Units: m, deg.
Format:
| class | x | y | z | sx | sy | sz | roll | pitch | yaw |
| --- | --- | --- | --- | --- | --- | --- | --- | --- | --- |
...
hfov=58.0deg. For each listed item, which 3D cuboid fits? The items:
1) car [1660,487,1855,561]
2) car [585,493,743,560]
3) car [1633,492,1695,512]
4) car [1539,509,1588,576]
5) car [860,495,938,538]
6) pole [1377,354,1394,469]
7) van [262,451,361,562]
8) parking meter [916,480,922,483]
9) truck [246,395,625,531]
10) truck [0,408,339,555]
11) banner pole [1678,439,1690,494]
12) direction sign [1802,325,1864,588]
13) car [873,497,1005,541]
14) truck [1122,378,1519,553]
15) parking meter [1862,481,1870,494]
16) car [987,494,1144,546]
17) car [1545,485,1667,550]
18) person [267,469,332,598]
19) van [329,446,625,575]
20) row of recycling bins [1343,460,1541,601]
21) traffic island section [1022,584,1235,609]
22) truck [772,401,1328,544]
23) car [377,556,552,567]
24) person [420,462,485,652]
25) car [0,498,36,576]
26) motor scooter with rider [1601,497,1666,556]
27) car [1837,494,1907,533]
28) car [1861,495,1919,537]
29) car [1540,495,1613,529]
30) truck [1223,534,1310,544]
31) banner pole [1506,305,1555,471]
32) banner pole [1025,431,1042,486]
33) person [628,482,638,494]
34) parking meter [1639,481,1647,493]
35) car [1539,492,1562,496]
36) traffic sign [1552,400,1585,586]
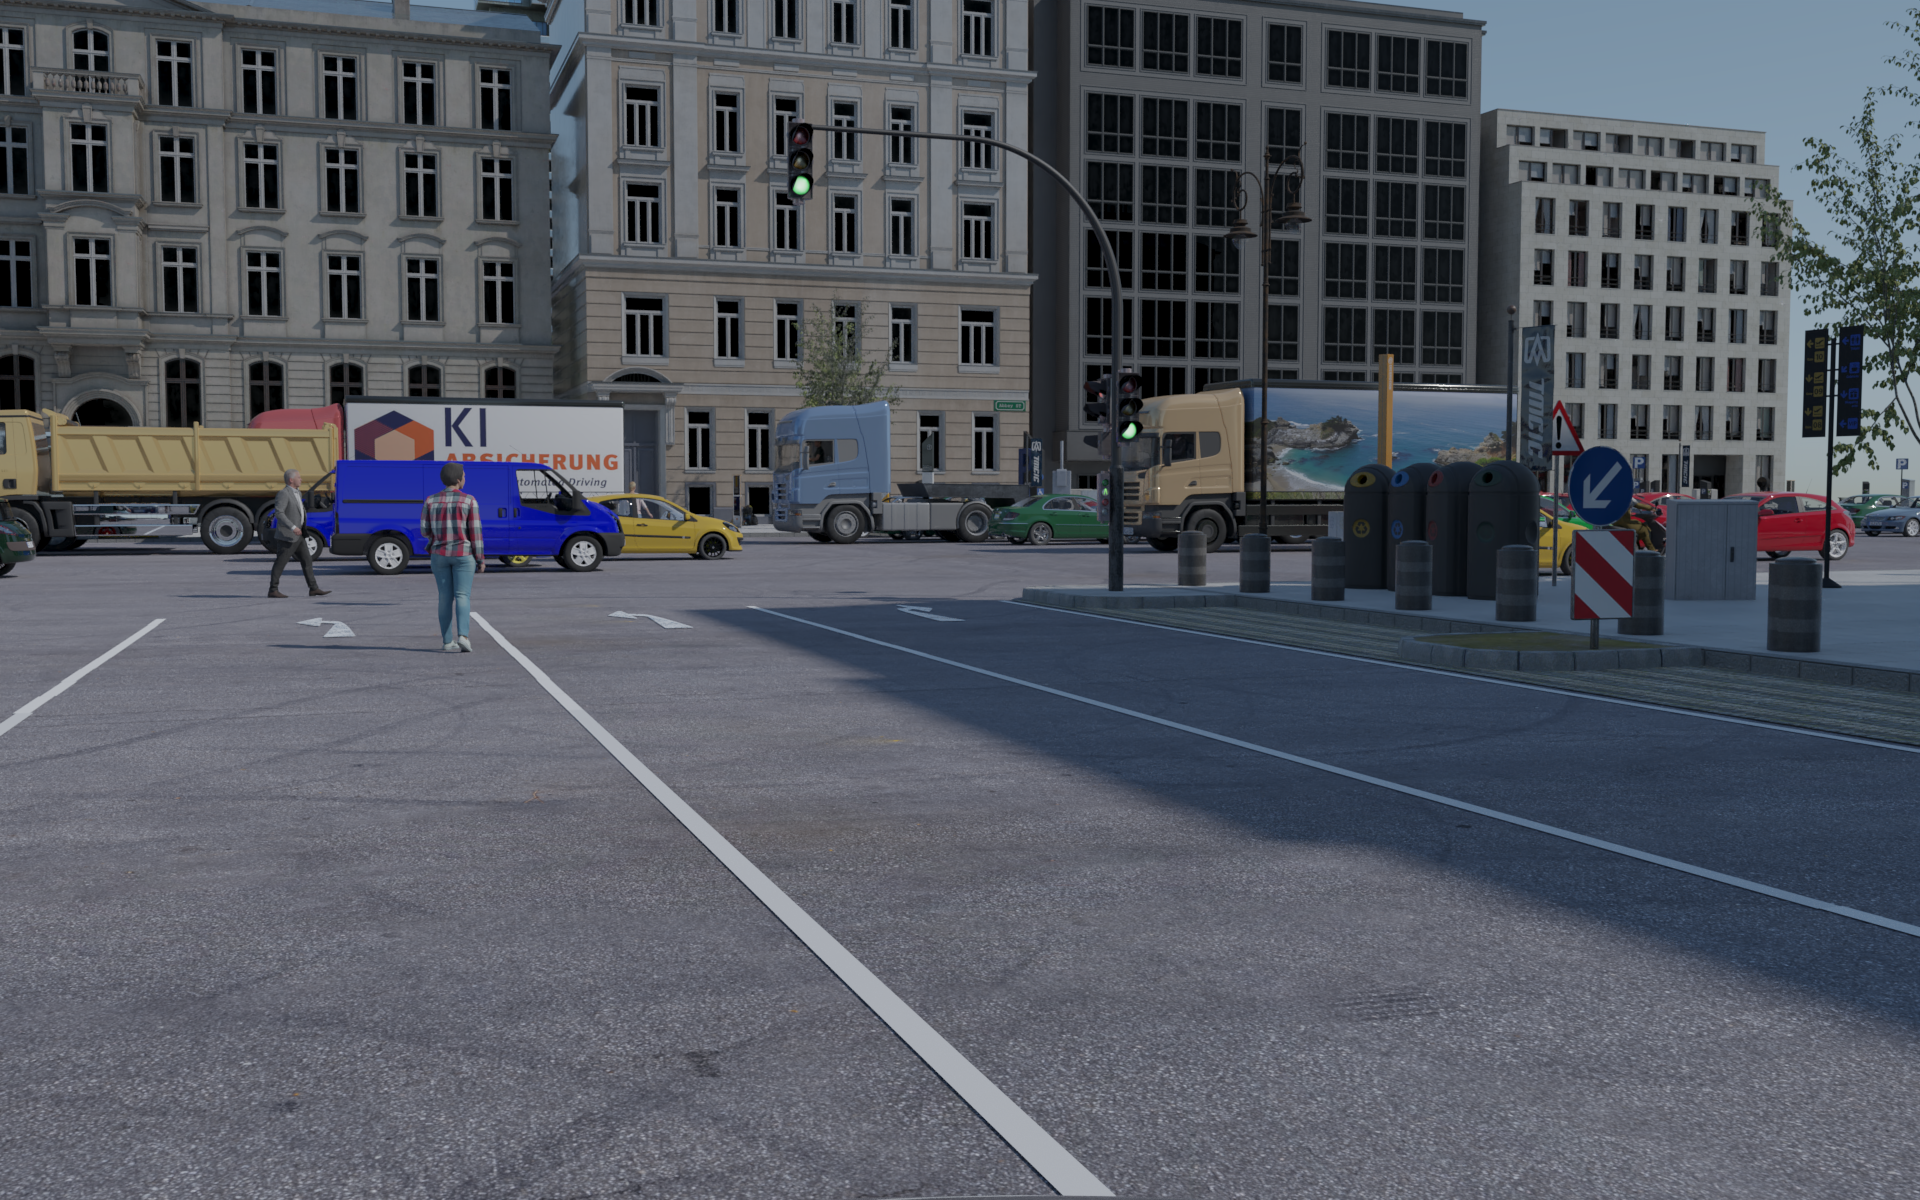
| class | x | y | z | sx | sy | sz | roll | pitch | yaw |
| --- | --- | --- | --- | --- | --- | --- | --- | --- | --- |
| car | 17.245 | -1.750 | 37.653 | 4.494 | 1.783 | 2.155 | -1 | 4 | -18 |
| car | -6.743 | -1.690 | 37.855 | 3.980 | 1.641 | 2.015 | -1 | 4 | -20 |
| car | 23.342 | -2.925 | 56.863 | 4.494 | 1.783 | 2.155 | -1 | 4 | -19 |
| car | 9.359 | -1.236 | 30.427 | 3.980 | 1.641 | 2.015 | -1 | 4 | -19 |
| car | -2.027 | -2.790 | 57.621 | 4.499 | 1.417 | 2.014 | -1 | 4 | -18 |
| pole | 6.220 | -1.929 | 25.375 | 0.158 | 3.312 | 0.155 | 0 | 3 | 0 |
| van | -12.440 | -2.046 | 37.829 | 5.245 | 2.365 | 2.240 | -1 | 4 | -20 |
| parking meter | -1.508 | -3.723 | 66.584 | 0.399 | 1.863 | 0.255 | -2 | 4 | -32 |
| truck | -15.717 | -3.802 | 51.083 | 11.283 | 4.237 | 2.839 | -1 | 4 | -21 |
| truck | -19.933 | -2.758 | 41.021 | 9.791 | 3.379 | 3.469 | -1 | 4 | -21 |
| banner pole | 32.601 | -5.388 | 78.112 | 0.401 | 3.779 | 0.863 | -1 | 4 | -20 |
| direction sign | 11.883 | -1.936 | 23.653 | 0.379 | 3.537 | 0.876 | -2 | 4 | -26 |
| car | -0.362 | -2.624 | 54.696 | 4.920 | 1.459 | 2.131 | -1 | 4 | -19 |
| truck | 8.744 | -3.365 | 43.935 | 11.283 | 4.237 | 2.839 | -1 | 4 | -21 |
| parking meter | 41.455 | -4.500 | 79.286 | 0.255 | 1.863 | 0.399 | 1 | 4 | 17 |
| car | 3.205 | -2.300 | 49.406 | 4.920 | 1.459 | 2.131 | -1 | 4 | -21 |
| car | 15.144 | -1.908 | 40.233 | 4.494 | 1.783 | 2.155 | -1 | 4 | -20 |
| person | -9.155 | -0.920 | 23.933 | 0.834 | 1.777 | 0.661 | 0 | 4 | -5 |
| van | -8.848 | -1.683 | 31.897 | 5.245 | 2.365 | 2.240 | -1 | 4 | -20 |
| row of recycling bins | 6.178 | -0.936 | 22.411 | 1.069 | 1.692 | 3.534 | -1 | 4 | -21 |
| traffic island section | 2.072 | -0.041 | 22.954 | 2.009 | 0.180 | 2.903 | -1 | 4 | -19 |
| truck | 2.963 | -3.855 | 52.787 | 18.799 | 4.110 | 2.967 | -1 | 4 | -20 |
| car | -9.936 | -1.503 | 34.159 | 3.694 | 1.707 | 1.945 | -1 | 4 | -20 |
| person | -4.642 | -0.397 | 15.822 | 0.563 | 1.720 | 0.643 | 0 | 4 | 2 |
| car | -17.951 | -1.185 | 29.154 | 4.222 | 1.686 | 2.009 | -1 | 4 | -18 |
| motor scooter with rider | 12.393 | -1.393 | 31.735 | 1.986 | 1.779 | 0.876 | -1 | 4 | -19 |
| car | 33.674 | -3.133 | 63.027 | 4.920 | 1.459 | 2.131 | -1 | 4 | -18 |
| car | 32.713 | -2.855 | 58.675 | 4.499 | 1.417 | 2.014 | -1 | 4 | -19 |
| car | 11.288 | -1.611 | 35.131 | 4.718 | 1.807 | 1.959 | -1 | 4 | -21 |
| truck | 11.419 | -3.372 | 51.054 | 9.791 | 3.379 | 3.469 | -1 | 4 | -18 |
| banner pole | 7.453 | -2.009 | 22.858 | 0.401 | 3.779 | 0.863 | -3 | 5 | -43 |
| banner pole | 2.875 | -4.806 | 68.590 | 0.863 | 3.779 | 0.401 | -1 | 4 | -14 |
| person | -7.946 | -2.065 | 42.926 | 0.731 | 1.740 | 0.598 | -3 | 5 | -40 |
| parking meter | 30.130 | -4.317 | 76.290 | 0.255 | 1.863 | 0.399 | -2 | 4 | -25 |
| car | 19.836 | -3.124 | 60.125 | 4.494 | 1.783 | 2.155 | -1 | 4 | -20 |
| traffic sign | 8.275 | -1.470 | 24.043 | 0.884 | 2.594 | 0.081 | -1 | 4 | -15 |
